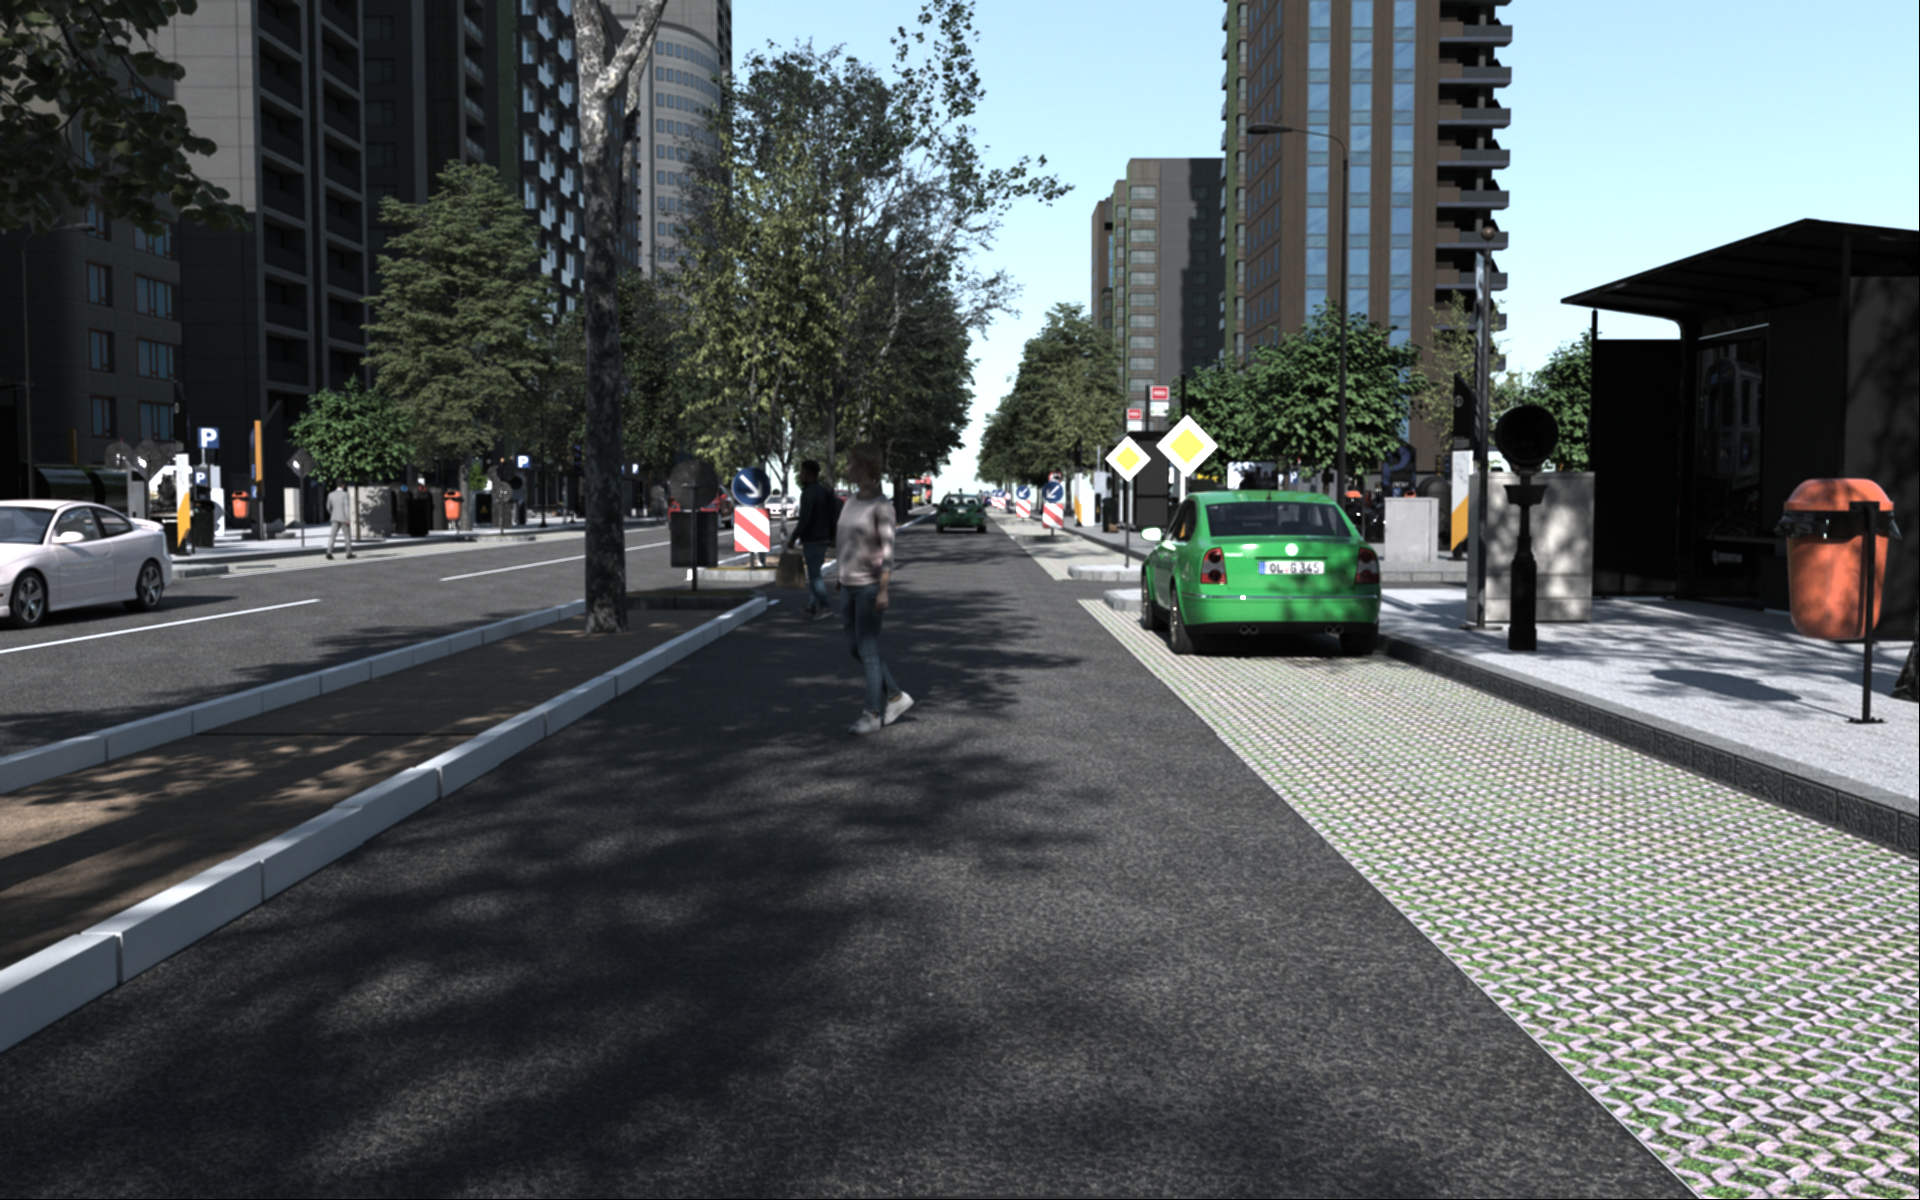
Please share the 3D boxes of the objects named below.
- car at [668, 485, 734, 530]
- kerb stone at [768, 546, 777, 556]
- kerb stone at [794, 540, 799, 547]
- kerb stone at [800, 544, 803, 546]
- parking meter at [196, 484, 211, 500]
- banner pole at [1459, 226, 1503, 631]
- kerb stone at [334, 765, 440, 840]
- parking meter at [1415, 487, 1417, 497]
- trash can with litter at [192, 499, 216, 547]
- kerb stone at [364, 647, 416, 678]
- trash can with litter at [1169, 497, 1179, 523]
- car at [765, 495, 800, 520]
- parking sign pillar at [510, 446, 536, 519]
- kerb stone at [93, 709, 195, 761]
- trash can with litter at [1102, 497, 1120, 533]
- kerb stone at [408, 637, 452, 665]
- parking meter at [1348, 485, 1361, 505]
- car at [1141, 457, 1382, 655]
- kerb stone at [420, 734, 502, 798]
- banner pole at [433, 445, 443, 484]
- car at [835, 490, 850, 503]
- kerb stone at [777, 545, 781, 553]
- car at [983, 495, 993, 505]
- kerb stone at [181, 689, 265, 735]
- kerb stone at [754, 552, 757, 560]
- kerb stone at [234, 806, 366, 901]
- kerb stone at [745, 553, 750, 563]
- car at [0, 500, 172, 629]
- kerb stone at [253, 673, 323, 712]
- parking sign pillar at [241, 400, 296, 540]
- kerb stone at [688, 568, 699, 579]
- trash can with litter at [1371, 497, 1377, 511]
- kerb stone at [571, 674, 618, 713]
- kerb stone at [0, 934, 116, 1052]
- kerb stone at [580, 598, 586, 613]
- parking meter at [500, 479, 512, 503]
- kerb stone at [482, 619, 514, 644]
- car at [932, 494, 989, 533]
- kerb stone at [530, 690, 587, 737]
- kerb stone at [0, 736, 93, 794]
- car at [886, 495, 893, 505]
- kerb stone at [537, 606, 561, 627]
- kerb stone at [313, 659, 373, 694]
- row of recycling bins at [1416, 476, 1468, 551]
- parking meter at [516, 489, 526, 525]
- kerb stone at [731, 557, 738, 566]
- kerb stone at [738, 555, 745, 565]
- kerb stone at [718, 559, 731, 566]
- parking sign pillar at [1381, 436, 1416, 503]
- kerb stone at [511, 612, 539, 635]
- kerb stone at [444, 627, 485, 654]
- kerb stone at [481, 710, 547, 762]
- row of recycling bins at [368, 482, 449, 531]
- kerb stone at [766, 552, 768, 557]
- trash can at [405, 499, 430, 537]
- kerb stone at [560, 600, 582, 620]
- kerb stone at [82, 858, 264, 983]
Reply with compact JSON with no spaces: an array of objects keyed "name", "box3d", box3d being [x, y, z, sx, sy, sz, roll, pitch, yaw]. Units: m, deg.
[{"name":"car","box3d":[-10.422,-3.748,69.950,2.281,1.827,5.304,0,4,1]},{"name":"kerb stone","box3d":[-4.497,-1.150,40.992,0.120,0.150,1.000,0,4,0]},{"name":"kerb stone","box3d":[-4.470,-1.463,46.116,0.120,0.150,1.000,0,4,0]},{"name":"kerb stone","box3d":[-4.459,-1.589,48.176,0.120,0.150,1.000,0,4,0]},{"name":"parking meter","box3d":[-19.594,-2.232,44.907,0.372,1.533,0.369,0,3,0]},{"name":"banner pole","box3d":[4.841,-1.596,16.110,0.401,3.779,0.863,2,4,26]},{"name":"kerb stone","box3d":[-2.517,0.891,7.626,0.120,0.150,1.000,0,4,0]},{"name":"parking meter","box3d":[12.870,-2.440,48.309,0.372,1.533,0.369,0,3,0]},{"name":"trash can with litter","box3d":[-18.263,-1.854,41.702,0.624,1.170,1.055,-1,4,-22]},{"name":"kerb stone","box3d":[-4.586,0.512,13.824,0.120,0.150,1.000,0,4,0]},{"name":"trash can with litter","box3d":[8.474,-3.600,70.253,0.624,1.170,1.055,-1,4,-16]},{"name":"car","box3d":[-9.937,-5.133,96.294,2.083,1.381,4.827,0,4,0]},{"name":"parking sign pillar","box3d":[-23.162,-6.295,91.389,1.447,3.967,1.447,3,4,37]},{"name":"kerb stone","box3d":[-4.602,0.762,9.735,0.120,0.150,1.000,0,4,0]},{"name":"trash can with litter","box3d":[5.074,-2.817,57.447,0.624,1.170,1.055,-1,4,-11]},{"name":"kerb stone","box3d":[-4.585,0.451,14.846,0.120,0.150,1.000,0,4,0]},{"name":"parking meter","box3d":[11.348,-2.536,49.877,0.372,1.533,0.369,0,3,0]},{"name":"car","box3d":[2.787,-0.484,16.713,1.959,1.807,4.718,0,4,0]},{"name":"kerb stone","box3d":[-2.499,0.829,8.659,0.120,0.150,1.000,0,4,0]},{"name":"banner pole","box3d":[-25.906,-5.880,86.156,0.863,3.779,0.401,2,4,35]},{"name":"car","box3d":[-10.261,-8.495,147.565,2.281,1.827,5.304,0,4,-1]},{"name":"kerb stone","box3d":[-4.479,-1.212,42.014,0.120,0.150,1.000,0,4,0]},{"name":"car","box3d":[3.436,-10.915,191.034,1.945,1.354,3.894,0,4,1]},{"name":"kerb stone","box3d":[-4.599,0.700,10.757,0.120,0.150,1.000,0,4,0]},{"name":"kerb stone","box3d":[-4.497,-0.900,36.904,0.120,0.150,1.000,0,4,0]},{"name":"kerb stone","box3d":[-2.509,0.959,6.600,0.120,0.150,1.000,0,4,0]},{"name":"kerb stone","box3d":[-4.499,-0.835,35.882,0.120,0.150,1.000,0,4,0]},{"name":"car","box3d":[-10.808,-0.459,19.864,2.083,1.381,4.827,0,4,0]},{"name":"kerb stone","box3d":[-4.600,0.637,11.780,0.120,0.150,1.000,0,4,0]},{"name":"parking sign pillar","box3d":[-19.732,-3.721,49.311,1.447,3.967,1.447,0,4,3]},{"name":"kerb stone","box3d":[-4.529,-0.460,29.727,0.120,0.150,1.000,0,4,0]},{"name":"trash can with litter","box3d":[17.936,-3.923,75.530,0.624,1.170,1.055,-2,4,-32]},{"name":"kerb stone","box3d":[-2.498,0.644,11.733,0.120,0.150,1.000,0,4,0]},{"name":"kerb stone","box3d":[-2.521,1.079,4.549,0.120,0.150,1.000,0,4,0]},{"name":"kerb stone","box3d":[-4.559,0.074,20.991,0.120,0.150,1.000,0,4,0]},{"name":"parking meter","box3d":[-17.050,-3.631,65.070,0.399,1.863,0.255,-1,4,-22]},{"name":"kerb stone","box3d":[-4.569,0.324,16.901,0.120,0.150,1.000,0,4,0]},{"name":"car","box3d":[0.026,-3.229,64.595,2.131,1.459,4.920,0,4,-1]},{"name":"kerb stone","box3d":[-2.495,0.702,10.711,0.120,0.150,1.000,0,4,0]},{"name":"kerb stone","box3d":[-4.605,0.825,8.704,0.120,0.150,1.000,0,4,0]},{"name":"car","box3d":[-6.861,-9.389,166.087,1.945,1.354,3.894,0,3,0]},{"name":"kerb stone","box3d":[-4.568,0.204,18.946,0.120,0.150,1.000,0,4,0]},{"name":"kerb stone","box3d":[-4.592,0.576,12.802,0.120,0.150,1.000,0,4,0]},{"name":"row of recycling bins","box3d":[12.091,-1.953,39.046,3.534,1.692,1.069,1,4,19]},{"name":"parking meter","box3d":[-18.327,-3.905,72.265,0.372,1.533,0.369,0,3,0]},{"name":"kerb stone","box3d":[-4.516,-0.712,33.836,0.120,0.150,1.000,0,4,0]},{"name":"kerb stone","box3d":[-4.506,-0.771,34.858,0.120,0.150,1.000,0,4,0]},{"name":"kerb stone","box3d":[-4.519,-0.647,32.813,0.120,0.150,1.000,0,4,0]},{"name":"parking sign pillar","box3d":[17.700,-4.979,69.885,1.447,3.967,1.447,3,4,36]},{"name":"kerb stone","box3d":[-4.571,0.261,17.923,0.120,0.150,1.000,0,4,0]},{"name":"kerb stone","box3d":[-4.582,0.387,15.875,0.120,0.150,1.000,0,4,0]},{"name":"kerb stone","box3d":[-2.507,0.766,9.686,0.120,0.150,1.000,0,4,0]},{"name":"row of recycling bins","box3d":[-19.054,-3.213,59.641,1.069,1.692,3.534,2,4,25]},{"name":"kerb stone","box3d":[-4.499,-1.023,38.948,0.120,0.150,1.000,0,4,0]},{"name":"trash can","box3d":[-16.287,-2.469,52.027,0.748,1.137,0.748,0,3,0]},{"name":"kerb stone","box3d":[-4.556,0.139,19.969,0.120,0.150,1.000,0,4,0]},{"name":"kerb stone","box3d":[-2.511,1.017,5.572,0.120,0.150,1.000,0,4,0]}]
